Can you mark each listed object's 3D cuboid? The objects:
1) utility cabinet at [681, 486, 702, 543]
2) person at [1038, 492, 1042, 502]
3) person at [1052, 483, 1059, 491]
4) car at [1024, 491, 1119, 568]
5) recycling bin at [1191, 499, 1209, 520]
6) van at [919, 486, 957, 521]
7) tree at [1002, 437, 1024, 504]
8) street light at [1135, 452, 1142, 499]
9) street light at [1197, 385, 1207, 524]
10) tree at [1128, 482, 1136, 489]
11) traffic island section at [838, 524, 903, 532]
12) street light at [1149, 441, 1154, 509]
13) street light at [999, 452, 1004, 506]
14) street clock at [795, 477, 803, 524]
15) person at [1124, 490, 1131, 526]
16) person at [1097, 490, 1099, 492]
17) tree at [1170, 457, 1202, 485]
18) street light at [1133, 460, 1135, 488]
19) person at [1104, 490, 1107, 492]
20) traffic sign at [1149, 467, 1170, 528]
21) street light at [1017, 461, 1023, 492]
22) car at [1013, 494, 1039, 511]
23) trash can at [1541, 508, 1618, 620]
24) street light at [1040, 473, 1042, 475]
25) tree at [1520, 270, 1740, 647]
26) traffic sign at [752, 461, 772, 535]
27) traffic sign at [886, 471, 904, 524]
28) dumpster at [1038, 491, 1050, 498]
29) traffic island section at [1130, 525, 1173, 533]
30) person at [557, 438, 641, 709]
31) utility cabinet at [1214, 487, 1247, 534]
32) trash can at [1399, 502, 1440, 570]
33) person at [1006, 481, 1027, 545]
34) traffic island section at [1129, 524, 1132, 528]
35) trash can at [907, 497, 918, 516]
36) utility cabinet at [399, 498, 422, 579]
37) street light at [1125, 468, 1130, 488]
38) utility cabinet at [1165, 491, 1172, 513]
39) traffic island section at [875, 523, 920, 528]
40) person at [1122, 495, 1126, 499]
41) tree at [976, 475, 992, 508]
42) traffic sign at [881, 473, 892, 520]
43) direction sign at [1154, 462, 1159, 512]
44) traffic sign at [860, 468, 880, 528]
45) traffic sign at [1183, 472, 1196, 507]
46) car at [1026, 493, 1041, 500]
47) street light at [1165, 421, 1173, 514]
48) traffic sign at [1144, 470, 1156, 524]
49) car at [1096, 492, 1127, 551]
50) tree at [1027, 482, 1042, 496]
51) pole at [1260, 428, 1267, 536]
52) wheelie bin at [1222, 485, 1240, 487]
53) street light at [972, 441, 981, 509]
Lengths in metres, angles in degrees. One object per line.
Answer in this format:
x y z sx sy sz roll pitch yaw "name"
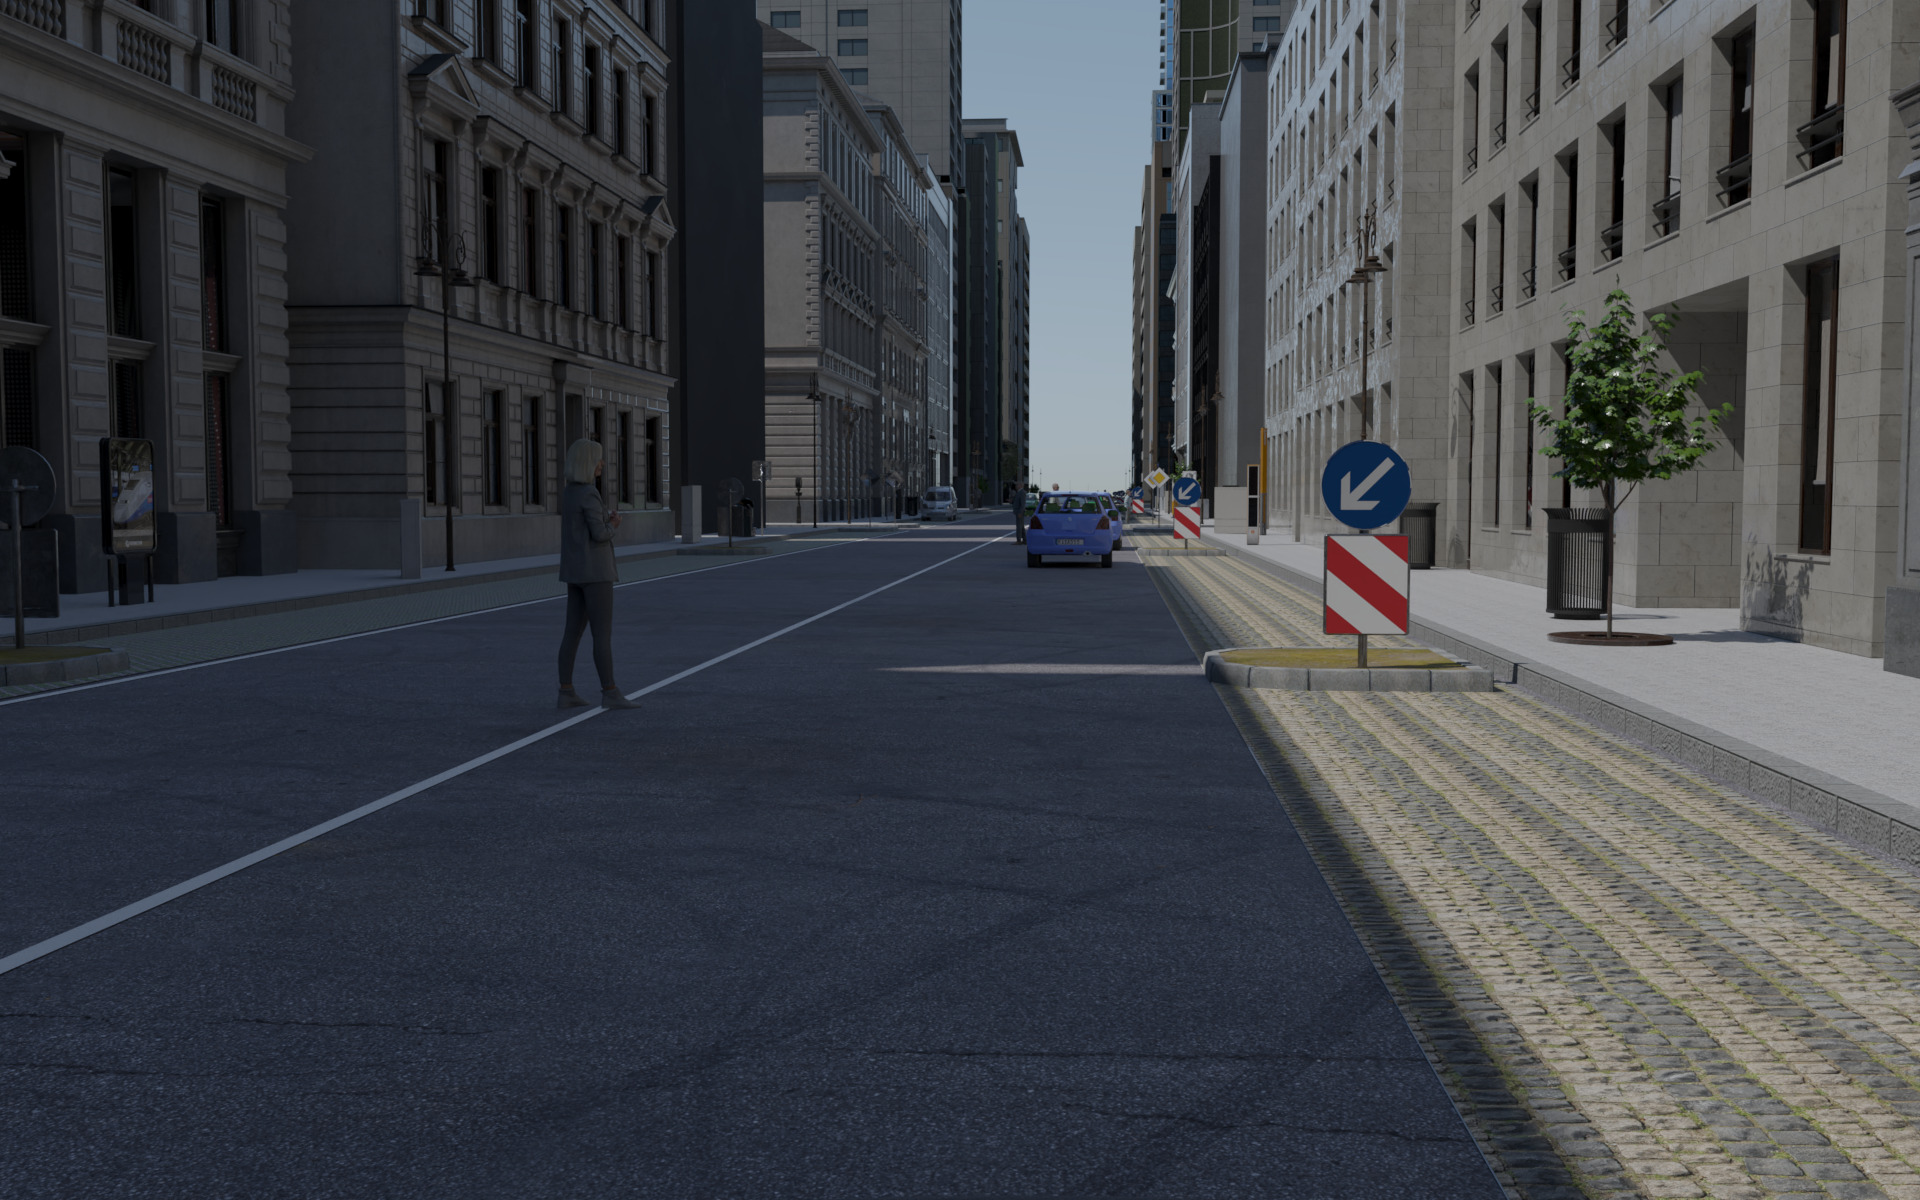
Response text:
-7.026 -2.236 45.243 0.318 1.500 1.173 0 4 3 "utility cabinet"
11.683 -14.835 251.856 0.445 1.727 0.742 3 4 37 "person"
2.862 -2.697 53.086 0.515 1.767 0.782 0 4 5 "person"
2.239 -1.554 34.997 1.945 1.707 3.694 0 4 4 "car"
12.106 -4.582 87.476 0.722 1.027 0.722 -1 4 -16 "recycling bin"
-1.100 -5.180 91.707 2.013 2.044 4.112 0 4 4 "van"
6.226 -16.379 218.161 4.360 8.622 3.978 0 3 0 "tree"
19.407 -13.053 186.203 0.468 5.910 1.993 0 4 5 "street light"
10.298 -6.159 73.480 0.468 5.910 1.993 0 4 5 "street light"
24.706 -15.529 248.493 1.663 3.219 1.824 0 3 0 "tree"
-3.450 -2.677 66.042 2.009 0.180 2.903 0 4 5 "traffic island section"
16.553 -10.807 149.476 0.468 5.910 1.993 0 4 5 "street light"
4.442 -13.123 187.343 0.468 5.910 1.993 0 4 5 "street light"
-6.977 -4.304 74.948 0.358 2.002 0.471 0 4 4 "street clock"
7.481 -4.088 77.148 0.330 1.601 0.589 2 4 24 "person"
14.891 -10.966 187.654 0.709 1.838 0.599 2 4 23 "person"
11.700 -5.819 89.745 1.663 3.219 1.824 0 3 0 "tree"
22.567 -15.315 223.182 0.468 5.910 1.993 0 4 5 "street light"
12.810 -8.814 152.606 0.705 1.824 1.348 -1 4 -16 "person"
7.480 -3.757 65.064 0.795 2.450 0.064 0 4 5 "traffic sign"
8.319 -15.942 233.439 0.468 5.910 1.993 0 4 5 "street light"
5.183 -7.689 134.506 1.959 1.807 4.718 0 4 7 "car"
6.357 -0.377 17.812 0.748 1.137 0.748 0 3 0 "trash can"
14.279 -20.392 306.198 0.468 5.910 1.993 0 4 5 "street light"
5.529 -1.243 14.920 1.663 3.219 1.824 0 3 0 "tree"
-6.120 -3.143 53.520 0.606 2.300 0.079 0 4 7 "traffic sign"
-2.771 -4.299 73.937 0.795 2.450 0.064 0 4 5 "traffic sign"
12.795 -15.504 261.702 1.865 1.857 1.264 0 4 6 "dumpster"
7.504 -2.621 65.140 2.009 0.180 2.903 0 4 5 "traffic island section"
-2.463 -0.183 11.670 0.526 1.800 0.537 -1 4 -23 "person"
8.786 -2.871 55.625 1.173 1.500 0.318 1 4 22 "utility cabinet"
7.788 -1.091 29.488 0.748 1.137 0.748 0 3 0 "trash can"
1.622 -2.463 48.947 0.590 1.801 0.661 0 4 -8 "person"
8.159 -3.108 73.098 2.009 0.180 2.903 0 4 5 "traffic island section"
-2.772 -5.465 101.002 0.748 1.137 0.748 0 3 0 "trash can"
-8.431 -0.943 26.580 0.306 1.237 1.020 -1 4 -16 "utility cabinet"
26.402 -18.154 269.610 0.468 5.910 1.993 0 4 5 "street light"
14.153 -6.640 117.236 0.318 1.500 1.173 1 4 22 "utility cabinet"
-2.795 -3.163 74.000 2.009 0.180 2.903 0 4 5 "traffic island section"
16.197 -9.751 168.641 0.721 1.743 1.217 -2 4 -33 "person"
1.877 -9.958 157.411 1.663 3.219 1.824 0 3 0 "tree"
-3.564 -5.031 84.386 0.606 2.300 0.079 1 4 13 "traffic sign"
13.989 -8.019 123.101 0.379 3.537 0.876 -1 4 -12 "direction sign"
-3.426 -3.813 65.979 0.795 2.450 0.064 0 4 5 "traffic sign"
10.331 -4.642 78.024 0.606 2.300 0.079 1 4 9 "traffic sign"
5.471 -7.964 139.259 2.155 1.783 4.494 0 4 3 "car"
13.257 -8.379 109.778 0.468 5.910 1.993 0 4 5 "street light"
8.135 -4.243 73.023 0.795 2.450 0.064 0 4 5 "traffic sign"
3.387 -2.179 45.213 1.945 1.707 3.694 0 4 6 "car"
12.126 -17.388 278.890 1.663 3.219 1.824 0 3 0 "tree"
9.391 -3.652 53.558 0.158 3.312 0.155 0 3 0 "pole"
9.680 -3.292 61.729 0.980 1.594 0.693 -1 4 -12 "wheelie bin"
1.561 -10.873 150.568 0.468 5.910 1.993 0 4 5 "street light"
